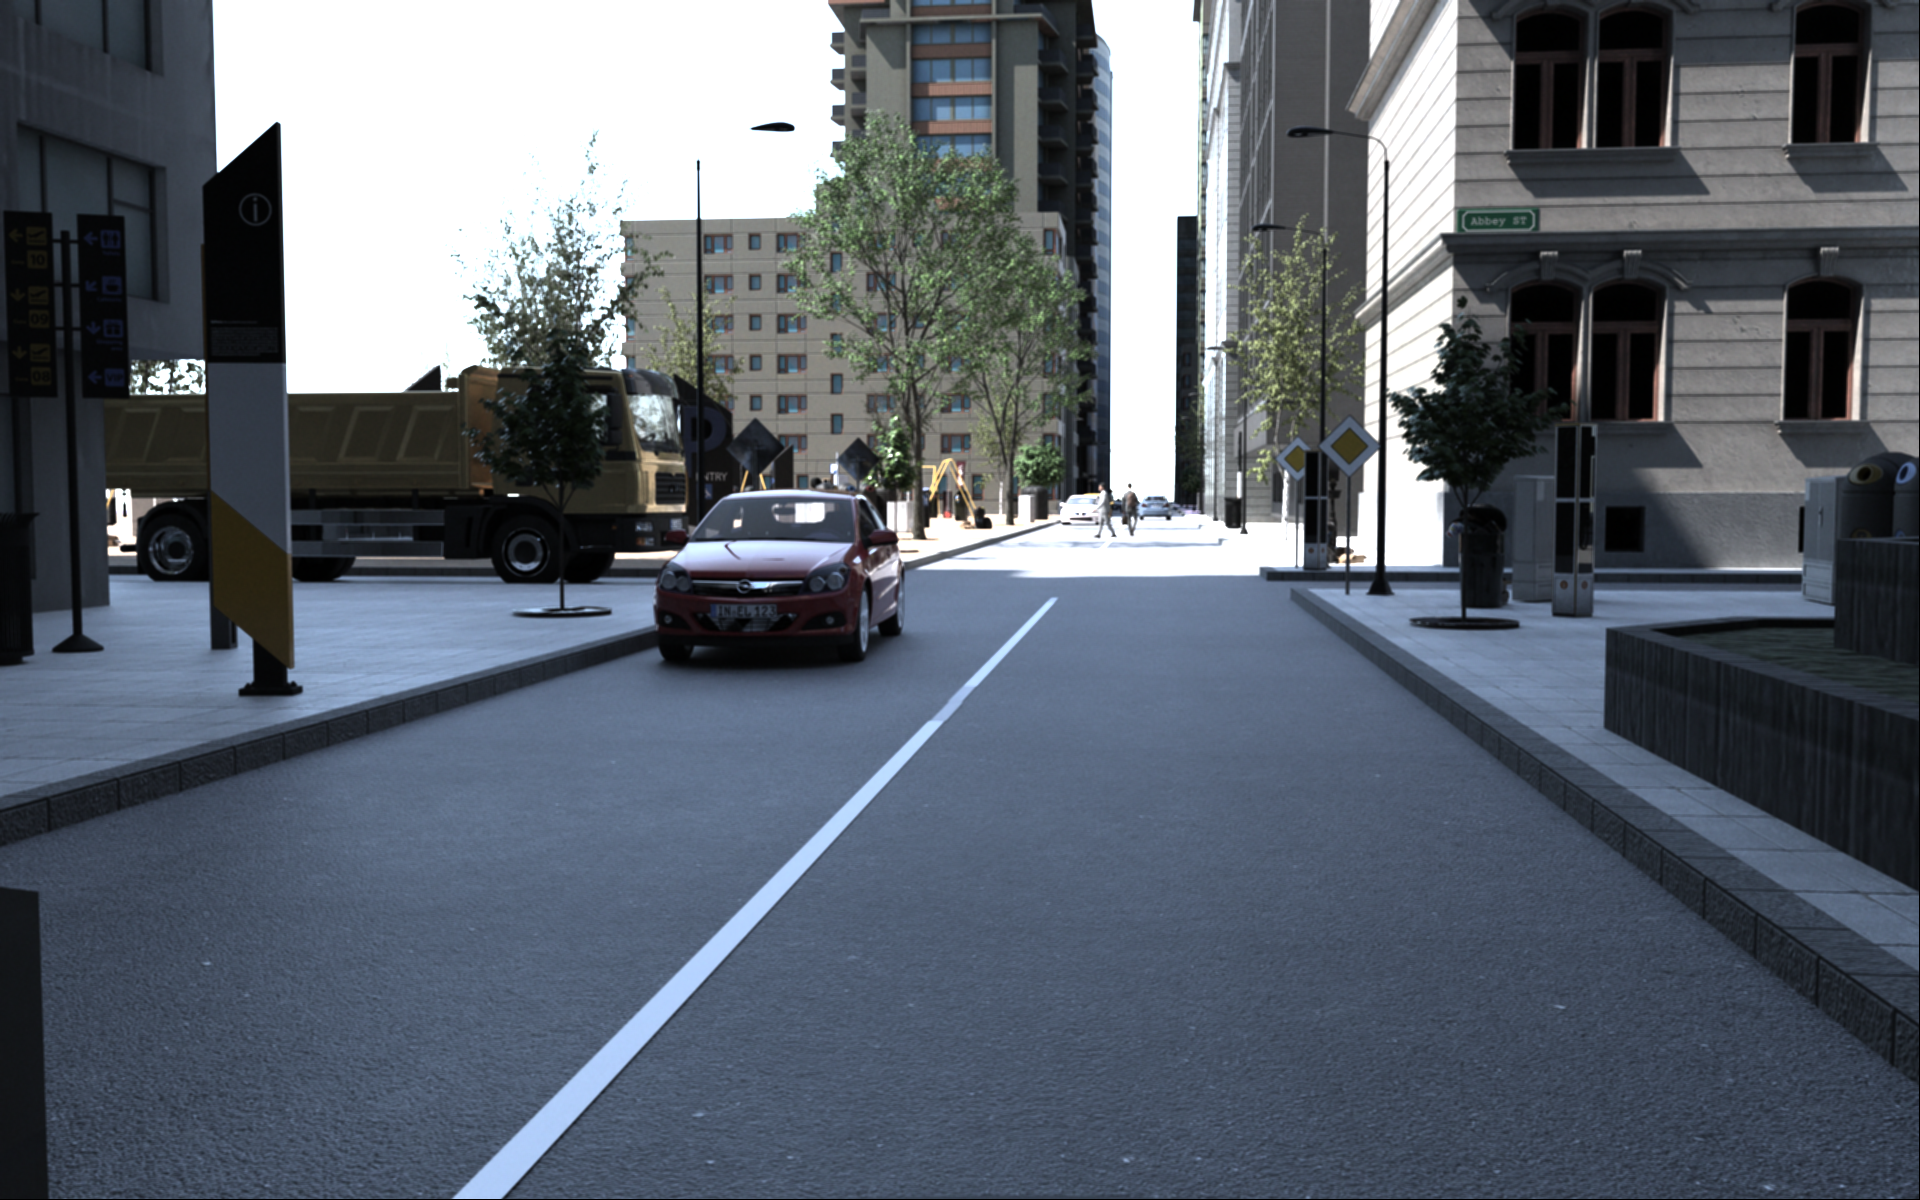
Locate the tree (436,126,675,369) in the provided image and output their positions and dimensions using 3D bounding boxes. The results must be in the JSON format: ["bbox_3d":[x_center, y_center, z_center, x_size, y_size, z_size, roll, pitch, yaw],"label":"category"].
[{"bbox_3d":[-7.808,-5.116,34.009,4.360,8.622,3.978,0,3,0],"label":"tree"}]

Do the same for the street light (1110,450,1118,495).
[{"bbox_3d":[16.214,-13.263,189.392,1.470,5.913,1.316,0,4,6],"label":"street light"}]

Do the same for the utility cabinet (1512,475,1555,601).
[{"bbox_3d":[7.102,-0.744,20.848,1.173,1.500,0.318,-3,5,-43],"label":"utility cabinet"}]

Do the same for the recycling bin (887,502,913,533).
[{"bbox_3d":[-1.947,-2.711,56.874,0.722,1.027,0.722,1,4,14],"label":"recycling bin"}]

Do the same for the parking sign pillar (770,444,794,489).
[{"bbox_3d":[-9.509,-6.357,92.410,1.447,3.967,1.447,3,5,44],"label":"parking sign pillar"}]

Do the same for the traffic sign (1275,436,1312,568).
[{"bbox_3d":[5.833,-1.610,29.968,0.795,2.450,0.064,0,4,6],"label":"traffic sign"}]

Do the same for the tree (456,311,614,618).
[{"bbox_3d":[-4.238,-1.463,18.526,1.663,3.219,1.824,0,3,0],"label":"tree"}]

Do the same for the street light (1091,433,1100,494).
[{"bbox_3d":[9.703,-9.734,131.684,1.470,5.913,1.316,0,4,6],"label":"street light"}]

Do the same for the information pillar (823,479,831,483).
[{"bbox_3d":[-6.421,-4.841,83.637,0.304,2.012,0.304,1,4,17],"label":"information pillar"}]

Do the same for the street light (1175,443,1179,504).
[{"bbox_3d":[17.180,-9.688,130.944,1.470,5.913,1.316,0,4,6],"label":"street light"}]

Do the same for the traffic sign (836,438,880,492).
[{"bbox_3d":[-1.811,-1.664,30.846,0.795,2.450,0.064,0,4,6],"label":"traffic sign"}]

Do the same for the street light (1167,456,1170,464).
[{"bbox_3d":[22.600,-12.732,180.710,1.470,5.913,1.316,0,4,6],"label":"street light"}]

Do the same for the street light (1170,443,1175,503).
[{"bbox_3d":[19.933,-11.227,156.106,1.470,5.913,1.316,0,4,6],"label":"street light"}]

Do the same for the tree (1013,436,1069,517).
[{"bbox_3d":[4.499,-6.941,97.201,4.285,4.588,4.351,0,3,0],"label":"tree"}]

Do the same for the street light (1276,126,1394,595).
[{"bbox_3d":[4.828,-3.025,21.996,1.470,5.913,1.316,0,4,6],"label":"street light"}]

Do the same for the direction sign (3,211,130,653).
[{"bbox_3d":[-7.218,-1.350,14.069,0.876,3.537,0.379,-1,4,-18],"label":"direction sign"}]

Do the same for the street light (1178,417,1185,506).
[{"bbox_3d":[14.308,-8.168,106.085,1.470,5.913,1.316,0,4,6],"label":"street light"}]

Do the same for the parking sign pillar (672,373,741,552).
[{"bbox_3d":[-5.710,-3.064,38.572,1.447,3.967,1.447,-1,4,-11],"label":"parking sign pillar"}]

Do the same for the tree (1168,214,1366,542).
[{"bbox_3d":[8.941,-5.889,46.647,4.737,8.622,4.395,0,3,0],"label":"tree"}]

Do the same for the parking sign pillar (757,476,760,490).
[{"bbox_3d":[-12.068,-6.723,98.395,1.447,3.967,1.447,-1,4,-17],"label":"parking sign pillar"}]

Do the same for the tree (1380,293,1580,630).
[{"bbox_3d":[4.843,-1.363,16.893,1.663,3.219,1.824,0,3,0],"label":"tree"}]

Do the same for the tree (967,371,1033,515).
[{"bbox_3d":[2.451,-9.398,104.019,4.737,8.622,4.395,0,3,0],"label":"tree"}]

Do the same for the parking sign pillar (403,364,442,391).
[{"bbox_3d":[-11.295,-2.883,35.607,1.447,3.967,1.447,2,4,35],"label":"parking sign pillar"}]

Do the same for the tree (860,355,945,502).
[{"bbox_3d":[-2.898,-8.491,89.194,4.360,8.622,3.978,0,3,0],"label":"tree"}]

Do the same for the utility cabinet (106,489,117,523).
[{"bbox_3d":[-37.358,-4.126,76.140,0.318,1.500,1.173,-3,4,-38],"label":"utility cabinet"}]

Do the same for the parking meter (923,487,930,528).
[{"bbox_3d":[-1.328,-3.504,65.709,0.372,1.533,0.369,0,3,0],"label":"parking meter"}]

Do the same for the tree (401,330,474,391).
[{"bbox_3d":[-23.597,-7.815,78.139,4.737,8.622,4.395,0,3,0],"label":"tree"}]

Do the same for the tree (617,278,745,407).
[{"bbox_3d":[-9.358,-6.674,59.488,4.737,8.622,4.395,0,3,0],"label":"tree"}]

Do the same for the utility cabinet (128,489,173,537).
[{"bbox_3d":[-24.179,-2.634,51.737,1.173,1.500,0.318,-3,5,-43],"label":"utility cabinet"}]

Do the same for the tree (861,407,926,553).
[{"bbox_3d":[-1.332,-2.665,38.178,1.663,3.219,1.824,0,3,0],"label":"tree"}]

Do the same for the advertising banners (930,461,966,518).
[{"bbox_3d":[-0.695,-5.852,91.875,2.074,3.025,0.090,1,4,12],"label":"advertising banners"}]

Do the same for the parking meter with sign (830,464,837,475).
[{"bbox_3d":[-6.959,-6.426,101.326,0.543,3.016,1.738,1,4,23],"label":"parking meter with sign"}]

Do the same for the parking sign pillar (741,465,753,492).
[{"bbox_3d":[-11.951,-6.312,91.668,1.447,3.967,1.447,-1,4,-20],"label":"parking sign pillar"}]

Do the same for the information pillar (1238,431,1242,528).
[{"bbox_3d":[10.492,-4.505,65.008,0.183,3.616,0.504,0,4,4],"label":"information pillar"}]

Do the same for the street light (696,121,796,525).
[{"bbox_3d":[-2.746,-3.013,21.811,1.470,5.913,1.316,0,4,6],"label":"street light"}]

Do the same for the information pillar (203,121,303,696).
[{"bbox_3d":[-4.500,-1.201,10.991,0.504,3.616,0.183,0,4,-2],"label":"information pillar"}]

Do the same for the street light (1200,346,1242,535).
[{"bbox_3d":[8.410,-5.011,54.467,1.470,5.913,1.316,0,4,6],"label":"street light"}]

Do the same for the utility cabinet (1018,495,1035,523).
[{"bbox_3d":[2.974,-4.043,77.257,0.306,1.237,1.020,-2,4,-27],"label":"utility cabinet"}]

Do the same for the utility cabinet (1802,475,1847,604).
[{"bbox_3d":[10.238,-0.715,20.371,0.318,1.500,1.173,1,4,10],"label":"utility cabinet"}]

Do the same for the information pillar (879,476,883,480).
[{"bbox_3d":[-2.869,-3.753,65.850,0.304,2.012,0.304,-3,4,-36],"label":"information pillar"}]

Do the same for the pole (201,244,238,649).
[{"bbox_3d":[-6.109,-1.250,14.284,0.158,3.312,0.155,0,3,0],"label":"pole"}]

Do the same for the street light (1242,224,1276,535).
[{"bbox_3d":[5.709,-3.506,29.866,1.470,5.913,1.316,0,4,6],"label":"street light"}]

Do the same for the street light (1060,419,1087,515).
[{"bbox_3d":[6.908,-8.207,106.725,1.470,5.913,1.316,0,4,6],"label":"street light"}]

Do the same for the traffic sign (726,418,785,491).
[{"bbox_3d":[-2.704,-1.179,22.911,0.795,2.450,0.064,0,4,6],"label":"traffic sign"}]

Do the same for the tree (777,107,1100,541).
[{"bbox_3d":[-1.318,-7.470,47.896,9.928,11.665,9.643,0,3,0],"label":"tree"}]

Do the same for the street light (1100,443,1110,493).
[{"bbox_3d":[12.506,-11.237,156.273,1.470,5.913,1.316,0,4,6],"label":"street light"}]

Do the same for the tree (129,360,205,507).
[{"bbox_3d":[-24.502,-6.010,48.634,4.360,8.622,3.978,0,3,0],"label":"tree"}]

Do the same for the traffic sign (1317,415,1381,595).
[{"bbox_3d":[4.939,-1.125,22.033,0.795,2.450,0.064,0,4,6],"label":"traffic sign"}]

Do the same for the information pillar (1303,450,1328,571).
[{"bbox_3d":[5.966,-1.502,29.053,0.304,2.012,0.304,3,4,39],"label":"information pillar"}]

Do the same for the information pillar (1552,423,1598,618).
[{"bbox_3d":[6.418,-0.832,18.092,0.304,2.012,0.304,-2,4,-33],"label":"information pillar"}]

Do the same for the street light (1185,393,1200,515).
[{"bbox_3d":[11.271,-6.575,80.038,1.470,5.913,1.316,0,4,6],"label":"street light"}]
